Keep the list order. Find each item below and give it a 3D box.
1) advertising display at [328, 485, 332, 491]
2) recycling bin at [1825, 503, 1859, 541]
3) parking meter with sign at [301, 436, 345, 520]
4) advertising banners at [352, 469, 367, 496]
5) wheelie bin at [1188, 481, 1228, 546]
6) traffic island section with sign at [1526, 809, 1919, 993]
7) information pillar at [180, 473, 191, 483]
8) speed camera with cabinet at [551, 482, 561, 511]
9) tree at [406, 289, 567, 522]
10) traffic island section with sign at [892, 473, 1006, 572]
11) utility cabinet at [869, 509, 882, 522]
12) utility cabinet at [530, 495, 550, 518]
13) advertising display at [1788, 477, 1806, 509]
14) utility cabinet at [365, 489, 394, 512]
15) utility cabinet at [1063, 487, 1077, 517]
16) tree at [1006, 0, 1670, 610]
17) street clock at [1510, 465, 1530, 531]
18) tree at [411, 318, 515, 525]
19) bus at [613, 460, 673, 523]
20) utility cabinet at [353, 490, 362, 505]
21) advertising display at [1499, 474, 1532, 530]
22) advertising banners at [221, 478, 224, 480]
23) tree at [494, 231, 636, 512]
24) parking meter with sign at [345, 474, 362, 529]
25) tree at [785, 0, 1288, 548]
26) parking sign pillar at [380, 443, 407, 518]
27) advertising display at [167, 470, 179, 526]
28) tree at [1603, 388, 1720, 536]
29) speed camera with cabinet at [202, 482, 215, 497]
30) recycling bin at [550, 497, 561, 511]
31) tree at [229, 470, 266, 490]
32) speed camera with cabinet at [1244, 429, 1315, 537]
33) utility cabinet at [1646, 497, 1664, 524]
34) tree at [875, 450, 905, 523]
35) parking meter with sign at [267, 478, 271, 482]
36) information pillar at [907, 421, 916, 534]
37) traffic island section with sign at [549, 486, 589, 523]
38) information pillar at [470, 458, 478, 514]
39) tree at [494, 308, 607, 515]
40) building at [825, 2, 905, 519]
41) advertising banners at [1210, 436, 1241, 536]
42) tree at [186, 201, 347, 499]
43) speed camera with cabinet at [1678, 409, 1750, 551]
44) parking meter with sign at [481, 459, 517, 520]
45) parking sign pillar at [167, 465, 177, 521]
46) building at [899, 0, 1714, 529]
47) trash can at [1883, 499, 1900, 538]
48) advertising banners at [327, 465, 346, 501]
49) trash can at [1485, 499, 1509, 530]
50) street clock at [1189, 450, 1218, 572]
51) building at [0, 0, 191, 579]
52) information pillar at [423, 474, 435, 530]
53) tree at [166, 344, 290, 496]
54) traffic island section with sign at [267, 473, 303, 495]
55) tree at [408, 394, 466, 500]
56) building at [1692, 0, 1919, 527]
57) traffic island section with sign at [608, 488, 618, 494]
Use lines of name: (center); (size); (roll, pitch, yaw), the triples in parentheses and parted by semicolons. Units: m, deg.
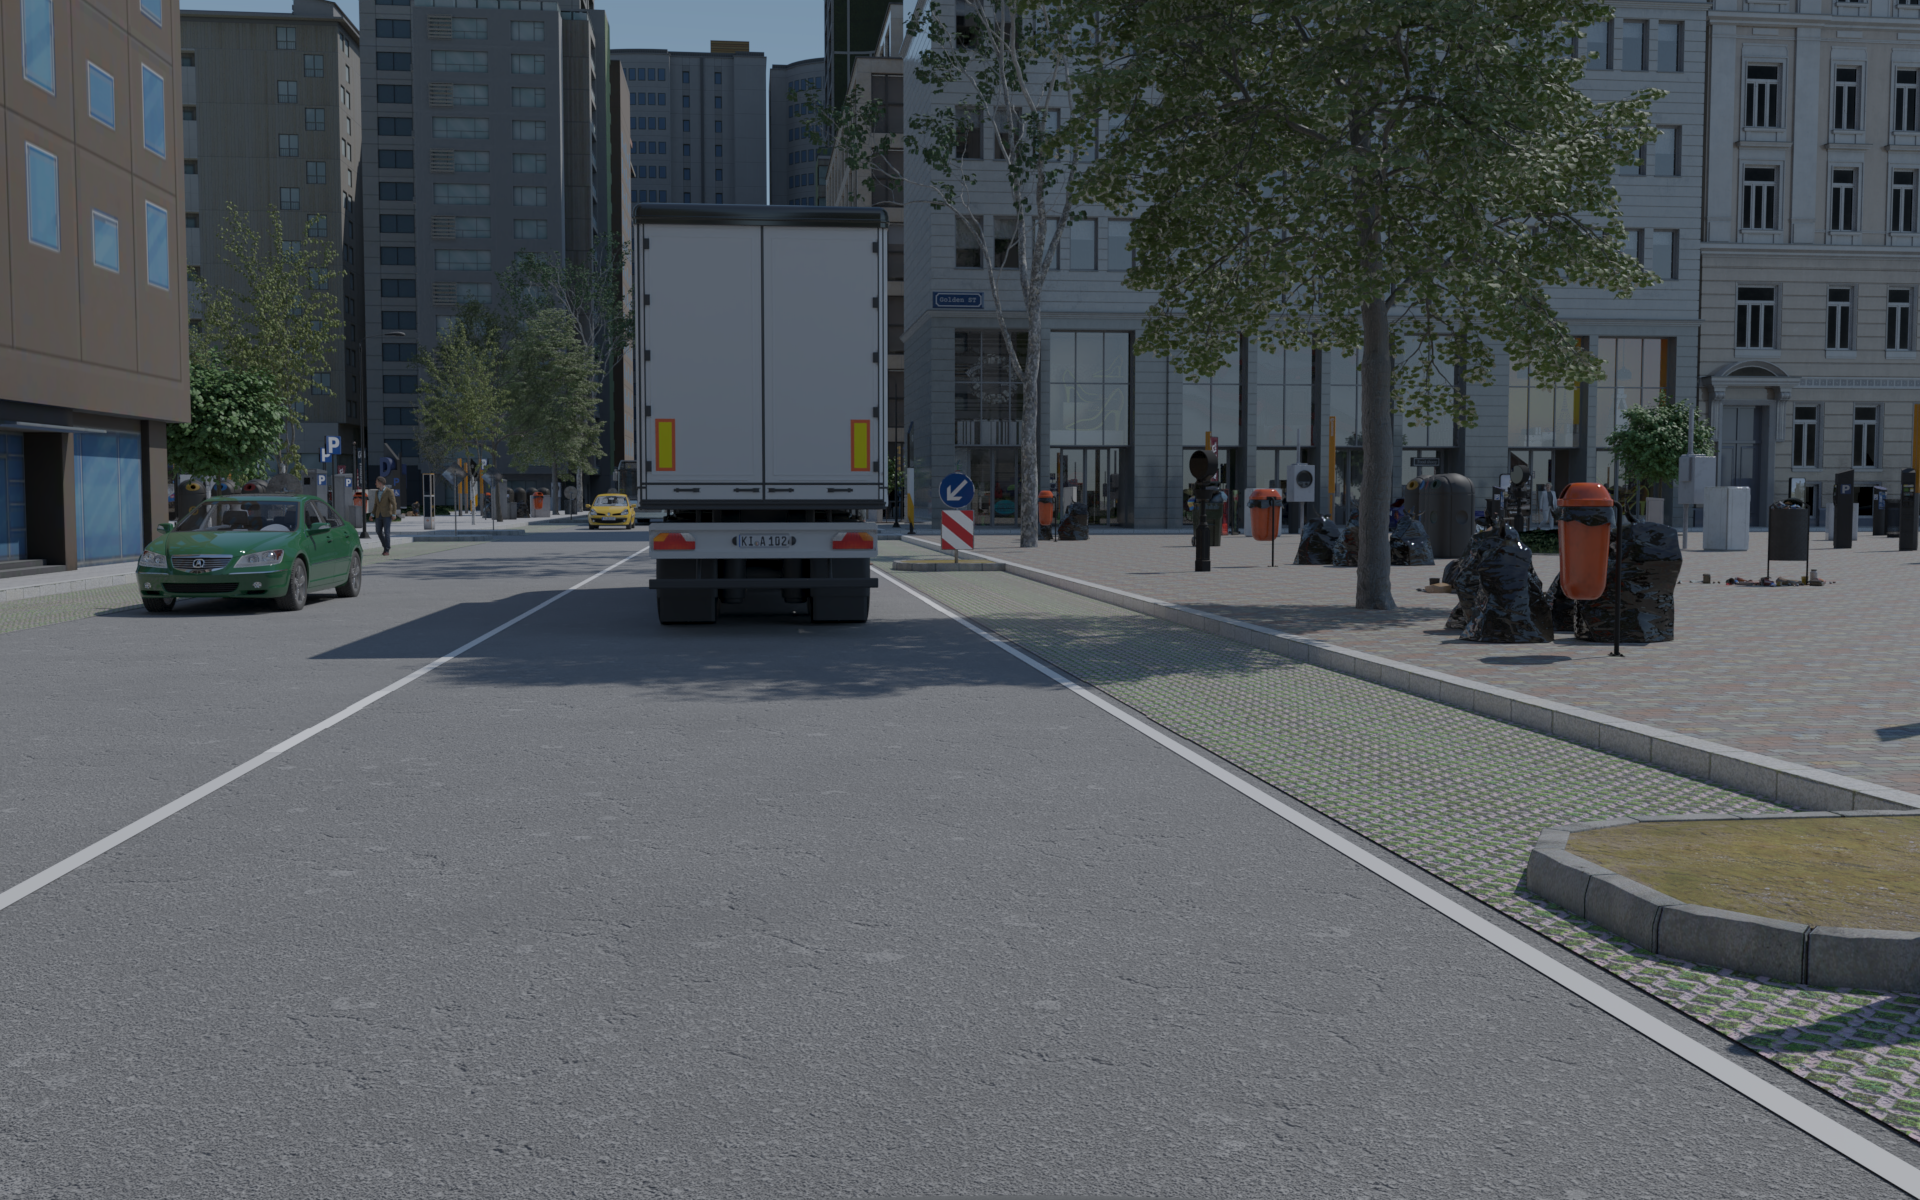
advertising display: (-45.787, -7.428, 126.667); (0.974, 1.923, 0.123); (2, 4, 25)
recycling bin: (24.446, -2.169, 48.024); (0.722, 1.027, 0.722); (1, 4, 19)
parking meter with sign: (-19.531, -3.435, 52.425); (1.738, 3.016, 0.543); (2, 4, 30)
advertising banners: (-44.691, -8.034, 127.544); (2.074, 3.025, 0.090); (0, 4, 1)
wheelie bin: (6.109, -2.118, 42.537); (0.980, 1.594, 0.693); (-1, 4, -11)
traffic island section with sign: (3.078, 0.168, 5.881); (1.989, 1.847, 2.006); (0, 4, -7)
information pillar: (-33.107, -5.065, 74.160); (0.504, 3.616, 0.183); (-1, 4, -21)
speed camera with cabinet: (-31.515, -8.433, 132.212); (2.038, 3.252, 0.660); (0, 4, -5)
tree: (-21.524, -8.868, 79.411); (7.601, 10.594, 8.767); (0, 4, -2)
traffic island section with sign: (-0.256, -1.477, 32.772); (1.989, 1.847, 2.006); (0, 4, -7)
utility cabinet: (-3.913, -4.226, 80.258); (0.306, 1.237, 1.020); (-2, 4, -26)
utility cabinet: (-22.943, -5.106, 94.648); (1.020, 1.237, 0.306); (-2, 4, -26)
advertising display: (32.166, -3.754, 66.584); (0.974, 1.923, 0.123); (-2, 4, -33)
utility cabinet: (-27.149, -4.436, 81.201); (1.173, 1.500, 0.318); (1, 4, 14)
utility cabinet: (3.349, -2.704, 52.896); (0.318, 1.500, 1.173); (1, 4, 9)
tree: (4.245, -6.168, 18.969); (7.486, 12.596, 7.792); (0, 3, 0)
street clock: (14.003, -2.373, 43.366); (0.358, 2.002, 0.471); (-2, 4, -25)
tree: (-20.359, -7.429, 71.831); (4.737, 8.622, 4.395); (0, 3, 0)
bus: (-14.725, -5.451, 83.976); (2.948, 3.499, 13.247); (0, 4, -6)
utility cabinet: (-29.831, -4.739, 86.164); (0.318, 1.500, 1.173); (0, 4, 4)
advertising display: (17.388, -3.000, 54.261); (0.974, 1.923, 0.123); (1, 4, 11)
advertising banners: (-55.358, -8.312, 132.094); (2.074, 3.025, 0.090); (0, 4, -8)
tree: (-25.560, -16.320, 122.719); (12.611, 20.169, 13.585); (0, 3, 0)
parking meter with sign: (-23.173, -4.199, 64.922); (1.738, 3.016, 0.543); (2, 4, 27)
tree: (2.175, -11.414, 42.503); (12.611, 20.169, 13.585); (0, 3, 0)
parking sign pillar: (-30.053, -6.291, 91.329); (1.447, 3.967, 1.447); (3, 5, 42)
advertising display: (-21.120, -2.478, 45.735); (0.974, 1.923, 0.123); (1, 4, 8)
tree: (21.785, -4.289, 53.831); (4.285, 4.588, 4.351); (0, 3, 0)
speed camera with cabinet: (-35.794, -5.354, 81.872); (2.038, 3.252, 0.660); (2, 4, 33)
recycling bin: (-31.369, -7.422, 133.896); (0.722, 1.027, 0.722); (-3, 5, -42)
tree: (-33.348, -5.311, 81.435); (1.663, 3.219, 1.824); (0, 3, 0)
speed camera with cabinet: (9.627, -3.536, 52.154); (2.038, 3.252, 0.660); (-1, 4, -14)
utility cabinet: (13.169, -1.326, 32.835); (0.306, 1.237, 1.020); (1, 4, 20)
tree: (-3.091, -4.974, 75.929); (1.663, 3.219, 1.824); (0, 3, 0)
parking meter with sign: (-32.985, -5.342, 83.605); (0.543, 3.016, 1.738); (3, 5, 41)
information pillar: (-1.576, -3.918, 55.418); (0.183, 3.616, 0.504); (1, 4, 14)
traffic island section with sign: (-19.203, -4.710, 85.644); (1.989, 1.847, 2.006); (0, 4, -7)
information pillar: (-31.329, -7.351, 111.550); (0.183, 3.616, 0.504); (3, 5, 40)
tree: (-25.226, -11.491, 105.999); (7.486, 12.596, 7.792); (0, 3, 0)
building: (2.276, -18.417, 105.627); (19.350, 26.468, 34.151); (0, 4, -7)
advertising banners: (8.161, -3.496, 53.346); (0.090, 3.025, 2.074); (2, 4, 35)
tree: (-17.123, -5.675, 43.144); (4.737, 8.622, 4.395); (0, 3, 0)
speed camera with cabinet: (17.298, -2.776, 39.728); (0.660, 3.252, 2.038); (-1, 4, -8)
parking meter with sign: (-22.868, -5.489, 86.007); (0.543, 3.016, 1.738); (3, 5, 40)
parking sign pillar: (-37.849, -5.746, 82.426); (1.447, 3.967, 1.447); (-3, 4, -39)
building: (12.919, -17.843, 69.234); (29.804, 29.767, 11.434); (0, 4, -7)
trash can: (27.615, -2.412, 51.094); (0.748, 1.137, 0.748); (0, 3, 0)
advertising banners: (-38.239, -6.664, 105.138); (2.074, 3.025, 0.090); (0, 4, 7)
trash can: (16.546, -2.553, 53.400); (0.748, 1.137, 0.748); (0, 3, 0)
street clock: (4.020, -1.471, 28.622); (0.358, 2.002, 0.471); (-2, 4, -34)
building: (-21.358, -22.962, 25.541); (14.600, 45.320, 14.200); (0, 4, -7)
information pillar: (-19.107, -3.536, 62.310); (0.304, 2.012, 0.304); (0, 4, 7)
tree: (-16.294, -3.313, 37.888); (4.285, 4.588, 4.351); (0, 3, 0)
traffic island section with sign: (-12.583, -1.434, 32.079); (1.989, 1.847, 2.006); (0, 4, -7)
tree: (-38.579, -10.813, 127.155); (4.360, 8.622, 3.978); (0, 3, 0)
building: (37.496, -17.614, 73.897); (20.117, 28.700, 13.634); (0, 4, -7)
traffic island section with sign: (-22.537, -6.361, 112.636); (1.989, 1.847, 2.006); (0, 4, -7)
